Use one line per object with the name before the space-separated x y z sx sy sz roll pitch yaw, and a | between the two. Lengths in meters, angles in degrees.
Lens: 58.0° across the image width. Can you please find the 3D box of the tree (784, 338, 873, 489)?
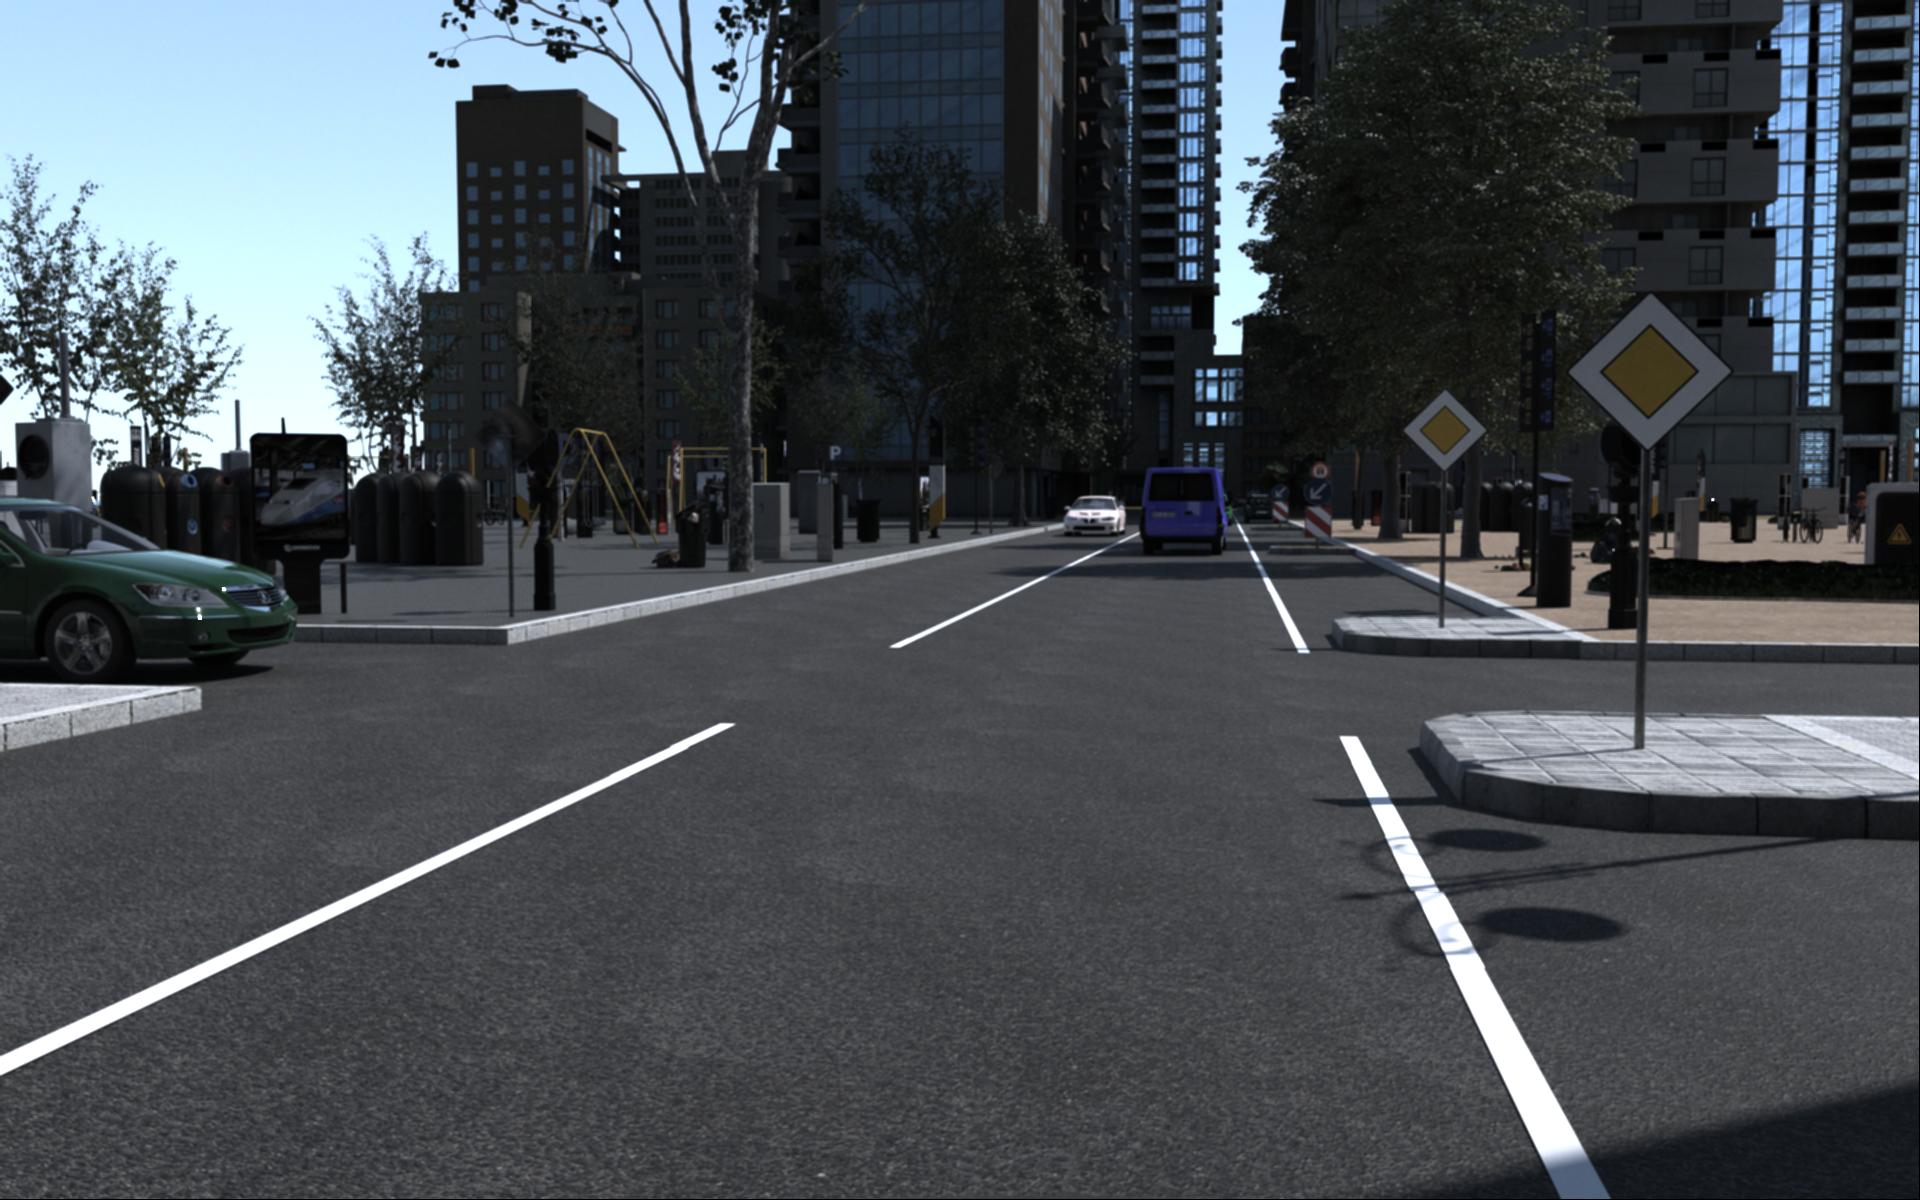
tree | -6.249 -7.865 78.948 4.360 8.622 3.978 0 3 0

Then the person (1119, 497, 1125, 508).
person | 7.901 -4.425 85.135 0.425 1.301 0.394 -3 4 -36

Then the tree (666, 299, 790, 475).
tree | -8.509 -6.998 64.775 4.737 8.622 4.395 0 3 0

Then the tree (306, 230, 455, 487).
tree | -15.412 -5.953 47.701 4.360 8.622 3.978 0 3 0

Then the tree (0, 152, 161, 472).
tree | -19.619 -5.338 37.632 4.360 8.622 3.978 0 3 0

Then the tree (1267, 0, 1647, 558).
tree | 9.941 -7.129 34.685 7.486 12.596 7.792 0 3 0

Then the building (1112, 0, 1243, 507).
building | 14.930 -53.437 186.364 31.000 86.520 22.319 1 4 9

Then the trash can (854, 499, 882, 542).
trash can | -2.447 -2.115 46.228 0.748 1.137 0.748 0 3 0

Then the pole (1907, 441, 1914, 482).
pole | 36.694 -4.469 66.904 0.158 3.312 0.155 0 3 0

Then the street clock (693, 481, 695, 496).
street clock | -14.566 -5.569 95.617 0.358 2.002 0.471 -1 4 -16

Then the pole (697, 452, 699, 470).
pole | -12.674 -5.533 84.309 0.158 3.312 0.155 0 3 0

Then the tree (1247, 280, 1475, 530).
tree | 14.262 -7.814 62.164 8.767 10.594 7.601 1 4 23

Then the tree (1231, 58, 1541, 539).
tree | 12.385 -8.753 49.771 9.857 13.997 8.962 0 3 0

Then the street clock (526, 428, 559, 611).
street clock | -4.593 -0.889 19.098 0.358 2.002 0.471 0 4 5

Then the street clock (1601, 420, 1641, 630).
street clock | 6.318 -0.727 16.457 0.471 2.002 0.358 -2 4 -30

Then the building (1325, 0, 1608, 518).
building | 28.081 -25.376 98.499 14.154 41.232 14.086 1 4 9

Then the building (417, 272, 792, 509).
building | -30.051 -19.269 160.082 28.899 21.520 27.650 1 4 9

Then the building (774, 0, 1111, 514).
building | -0.913 -28.640 122.887 22.147 44.769 28.867 1 4 9

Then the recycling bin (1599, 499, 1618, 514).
recycling bin | 32.591 -4.556 87.043 0.722 1.027 0.722 -3 5 -39

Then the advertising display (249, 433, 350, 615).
advertising display | -7.015 -0.808 18.427 0.974 1.923 0.123 -2 4 -28

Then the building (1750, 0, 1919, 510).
building | 71.633 -50.941 145.552 31.000 86.520 22.319 1 4 9

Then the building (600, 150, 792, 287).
building | -25.553 -30.973 198.295 23.993 40.220 32.217 1 4 9

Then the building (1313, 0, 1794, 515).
building | 38.497 -32.357 118.280 28.713 52.752 27.495 1 4 9

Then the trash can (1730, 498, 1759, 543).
trash can | 20.647 -2.077 45.619 0.748 1.137 0.748 0 3 0

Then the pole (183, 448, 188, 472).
pole | -33.907 -5.018 75.893 0.158 3.312 0.155 0 3 0

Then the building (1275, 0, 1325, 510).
building | 38.332 -30.119 147.064 22.147 44.769 28.867 1 4 9

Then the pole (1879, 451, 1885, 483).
pole | 43.294 -5.351 81.340 0.158 3.312 0.155 0 3 0

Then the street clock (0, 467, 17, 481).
street clock | -25.222 -2.537 46.058 0.471 2.002 0.358 0 4 -5

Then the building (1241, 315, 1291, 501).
building | 44.996 -20.881 186.442 28.899 21.520 27.650 1 4 9

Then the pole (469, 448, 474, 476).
pole | -21.537 -5.054 76.471 0.158 3.312 0.155 0 3 0

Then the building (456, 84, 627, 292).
building | -45.968 -33.173 192.489 14.200 45.320 14.600 1 4 9

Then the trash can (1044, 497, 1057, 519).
trash can | 4.617 -4.731 89.003 0.748 1.137 0.748 0 3 0

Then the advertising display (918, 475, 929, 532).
advertising display | -1.261 -3.323 59.543 0.123 1.923 0.974 1 4 19

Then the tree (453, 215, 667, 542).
tree | -10.555 -5.884 46.559 4.360 8.622 3.978 0 3 0

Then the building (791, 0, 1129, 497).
building | -0.298 -32.899 157.511 30.456 49.044 23.786 1 4 9

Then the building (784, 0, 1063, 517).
building | -1.554 -27.581 101.068 14.600 45.320 14.200 1 4 9

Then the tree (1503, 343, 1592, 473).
tree | 28.181 -8.092 82.672 4.737 8.622 4.395 0 3 0

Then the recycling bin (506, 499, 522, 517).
recycling bin | -24.534 -5.079 95.588 0.722 1.027 0.722 2 4 24

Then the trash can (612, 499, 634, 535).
trash can | -10.731 -2.658 55.114 0.748 1.137 0.748 0 3 0

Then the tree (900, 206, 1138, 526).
tree | 2.321 -9.328 69.523 9.611 12.733 9.660 0 3 0

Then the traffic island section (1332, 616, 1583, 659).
traffic island section | 4.643 0.345 16.633 2.009 0.180 2.903 1 4 9

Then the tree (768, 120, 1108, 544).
tree | -1.373 -6.722 44.323 8.767 10.594 7.601 2 4 29

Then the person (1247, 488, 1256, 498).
person | 16.137 -5.322 96.049 0.750 1.759 0.617 2 4 30

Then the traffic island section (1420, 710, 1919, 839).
traffic island section | 3.445 0.828 8.738 2.009 0.180 2.903 1 4 9

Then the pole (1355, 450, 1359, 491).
pole | 18.453 -5.296 80.431 0.158 3.312 0.155 0 3 0

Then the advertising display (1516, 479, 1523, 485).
advertising display | 24.590 -4.355 76.426 0.123 1.923 0.974 3 4 36

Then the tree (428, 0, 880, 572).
tree | -4.047 -10.620 29.523 12.611 20.169 13.585 0 3 0

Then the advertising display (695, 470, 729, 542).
advertising display | -6.645 -2.521 46.426 0.974 1.923 0.123 2 4 23

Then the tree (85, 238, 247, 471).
tree | -23.170 -6.101 50.108 4.737 8.622 4.395 0 3 0

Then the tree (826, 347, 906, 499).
tree | -4.786 -8.225 84.835 4.737 8.622 4.395 0 3 0
